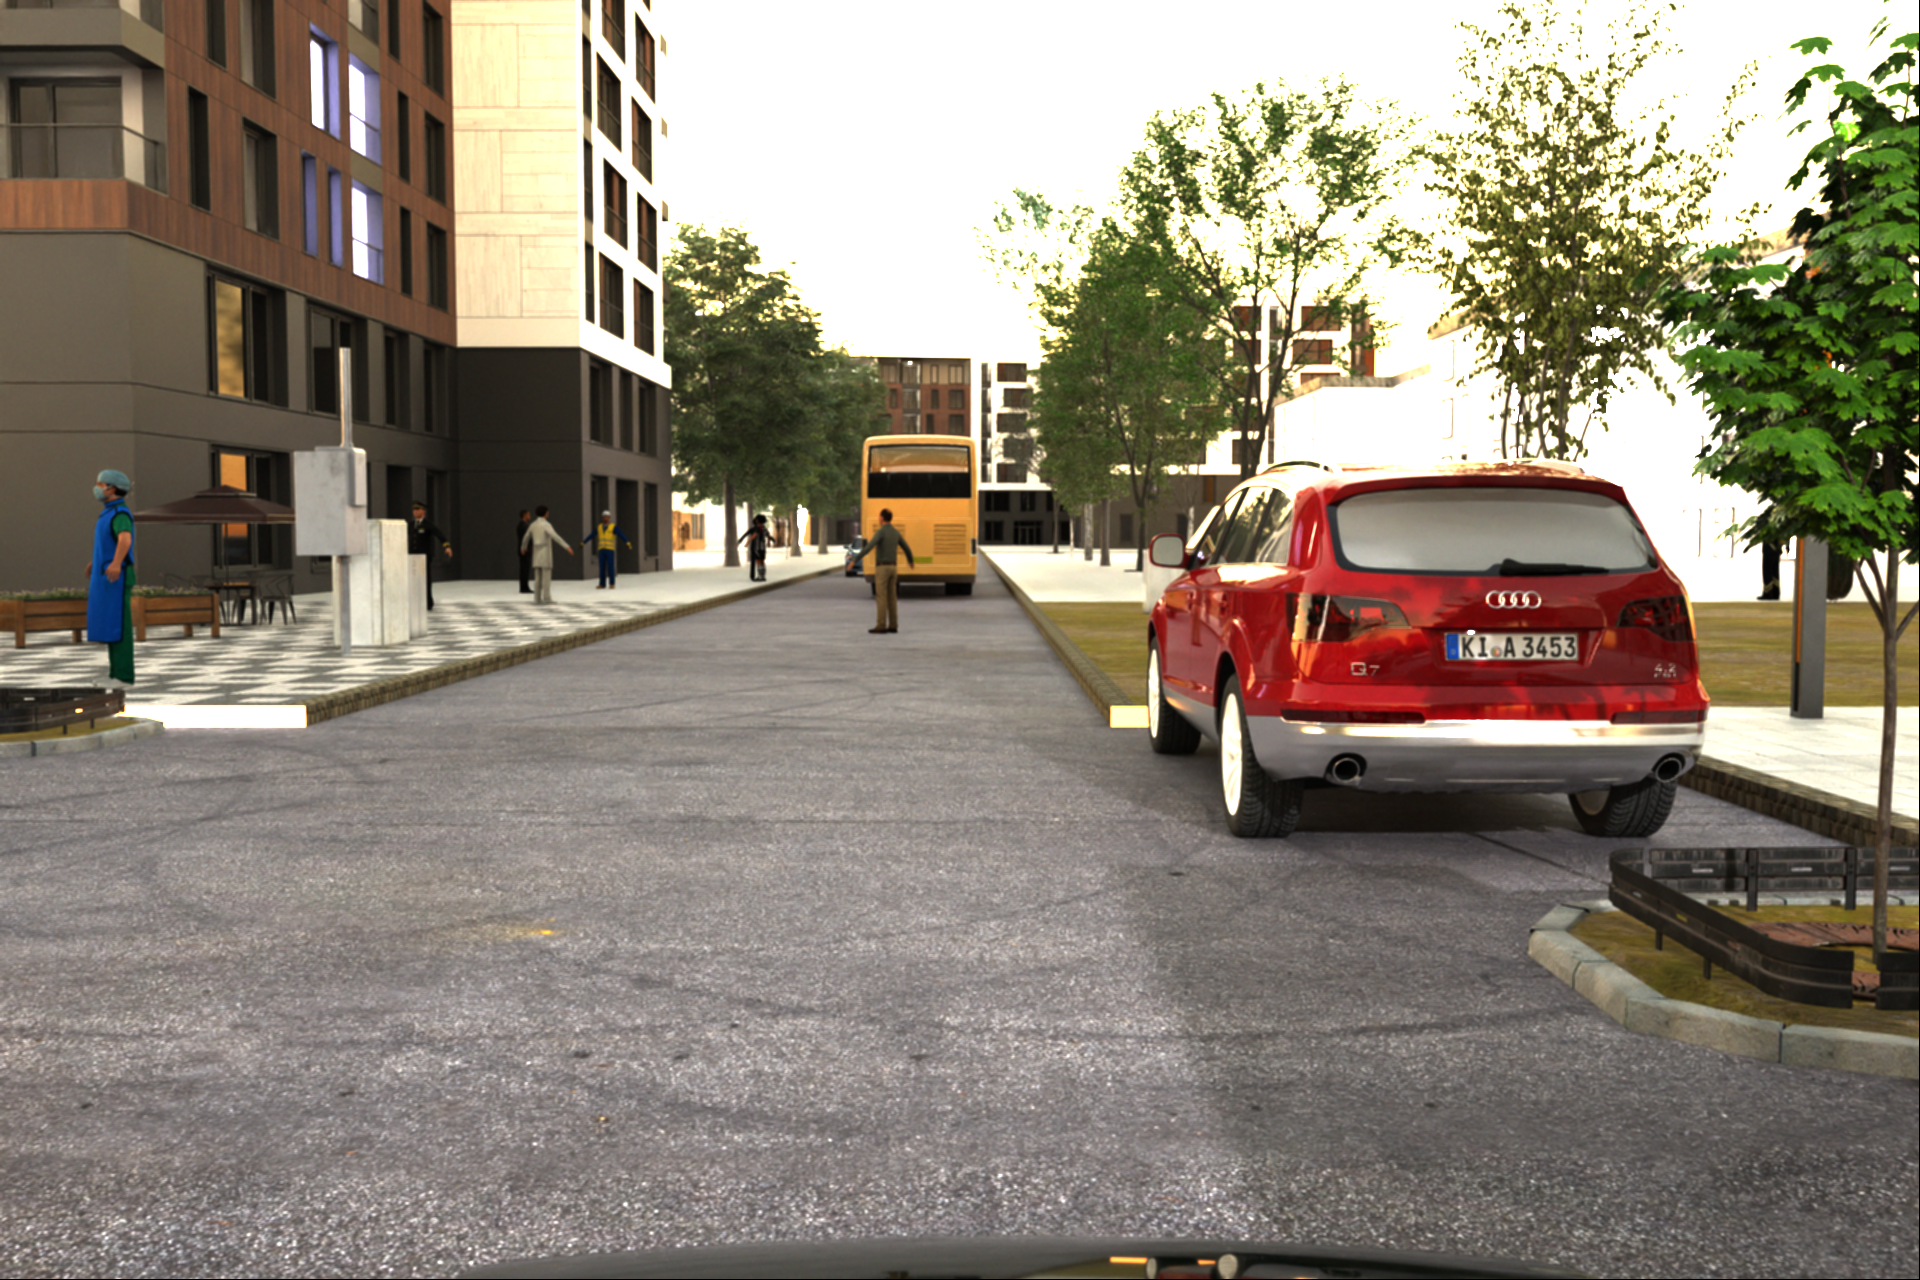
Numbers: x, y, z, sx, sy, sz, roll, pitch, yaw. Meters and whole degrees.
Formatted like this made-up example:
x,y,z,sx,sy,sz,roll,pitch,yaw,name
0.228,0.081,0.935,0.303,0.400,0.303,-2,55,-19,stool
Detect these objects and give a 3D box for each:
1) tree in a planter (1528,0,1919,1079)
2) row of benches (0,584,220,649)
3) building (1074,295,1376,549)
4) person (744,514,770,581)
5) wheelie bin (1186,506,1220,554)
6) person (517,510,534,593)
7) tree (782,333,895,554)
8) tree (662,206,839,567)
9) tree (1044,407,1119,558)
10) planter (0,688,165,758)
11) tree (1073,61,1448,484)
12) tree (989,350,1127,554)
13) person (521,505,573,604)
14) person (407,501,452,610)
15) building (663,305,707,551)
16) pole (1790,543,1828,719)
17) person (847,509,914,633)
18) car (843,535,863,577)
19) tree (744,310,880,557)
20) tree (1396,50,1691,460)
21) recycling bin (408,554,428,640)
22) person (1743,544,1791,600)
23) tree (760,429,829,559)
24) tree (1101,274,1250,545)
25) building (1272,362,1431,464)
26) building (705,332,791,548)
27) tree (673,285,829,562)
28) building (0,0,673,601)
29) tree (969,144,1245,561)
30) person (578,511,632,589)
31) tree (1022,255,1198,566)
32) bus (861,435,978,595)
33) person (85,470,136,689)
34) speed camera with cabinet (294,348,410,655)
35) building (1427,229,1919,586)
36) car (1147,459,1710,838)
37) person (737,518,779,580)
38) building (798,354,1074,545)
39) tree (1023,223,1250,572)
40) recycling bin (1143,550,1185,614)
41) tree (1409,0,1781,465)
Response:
x,y,z,sx,sy,sz,roll,pitch,yaw,name
2.924,-0.500,5.403,1.991,3.239,1.994,0,3,0,tree in a planter
-10.523,-0.268,19.845,1.422,0.672,4.104,2,4,33,row of benches
24.644,-19.616,164.689,27.936,21.610,32.646,0,4,1,building
-5.434,-2.496,46.947,0.704,1.843,1.345,1,4,22,person
2.895,-0.703,19.400,0.693,1.594,0.980,0,4,-1,wheelie bin
-9.425,-1.921,37.633,0.704,1.802,1.346,-2,4,-26,person
-8.888,-12.479,110.691,9.857,13.997,8.962,0,3,0,tree
-8.943,-9.855,67.784,9.857,13.997,8.962,0,3,0,tree
5.936,-8.786,94.014,4.360,8.622,3.978,0,3,0,tree
-6.715,0.561,11.969,1.991,0.319,1.994,0,4,0,planter
6.509,-6.886,38.342,9.928,11.665,9.643,0,3,0,tree
6.357,-12.382,112.822,12.009,13.543,11.850,0,3,0,tree
-7.662,-1.573,31.901,1.347,1.806,0.705,2,4,35,person
-9.102,-1.421,29.166,1.347,1.837,0.705,1,4,18,person
-26.375,-16.905,132.812,16.016,20.090,11.380,0,4,0,building
5.915,-1.111,12.002,0.158,3.312,0.155,0,3,0,pole
-1.092,-1.001,25.099,0.705,1.796,1.348,3,5,42,person
-2.985,-2.916,59.674,2.014,1.417,4.499,0,4,0,car
-9.350,-11.698,97.923,9.857,13.997,8.962,0,3,0,tree
9.056,-4.705,27.293,4.737,8.622,4.395,0,3,0,tree
-7.016,-0.536,21.313,0.722,1.027,0.722,0,4,-1,recycling bin
15.761,-1.707,33.690,1.354,1.856,0.705,-2,4,-29,person
-8.863,-8.390,87.541,4.360,8.622,3.978,0,3,0,tree
6.503,-5.975,48.061,4.360,8.622,3.978,0,3,0,tree
23.667,-9.179,92.218,9.099,9.664,28.070,0,3,0,building
-26.297,-20.566,167.182,19.493,23.208,18.063,0,3,0,building
-10.066,-9.880,79.661,7.486,12.596,7.792,0,3,0,tree
-24.342,-12.307,45.199,27.936,21.610,32.646,0,4,1,building
7.574,-13.856,82.439,12.611,20.169,13.585,0,3,0,tree
-8.343,-2.132,40.825,1.349,1.833,0.705,1,4,13,person
6.074,-9.246,69.301,7.486,12.596,7.792,0,3,0,tree
-0.901,-3.175,43.454,2.896,3.916,12.252,0,4,0,bus
-7.083,-0.509,14.449,0.704,1.817,1.347,-2,4,-34,person
-6.720,-1.519,19.175,0.660,3.252,2.038,0,4,0,speed camera with cabinet
23.321,-6.965,56.029,9.099,9.664,28.070,0,4,0,building
2.275,-0.064,9.716,2.281,1.827,5.304,0,4,0,car
-5.641,-2.541,48.269,1.216,1.740,0.721,1,4,9,person
-2.556,-22.168,208.874,32.646,21.610,27.936,-1,4,-9,building
6.124,-8.137,58.788,9.928,11.665,9.643,0,3,0,tree
3.345,-0.944,27.996,0.722,1.027,0.722,0,4,1,recycling bin
7.806,-4.369,21.801,4.737,8.622,4.395,0,3,0,tree
